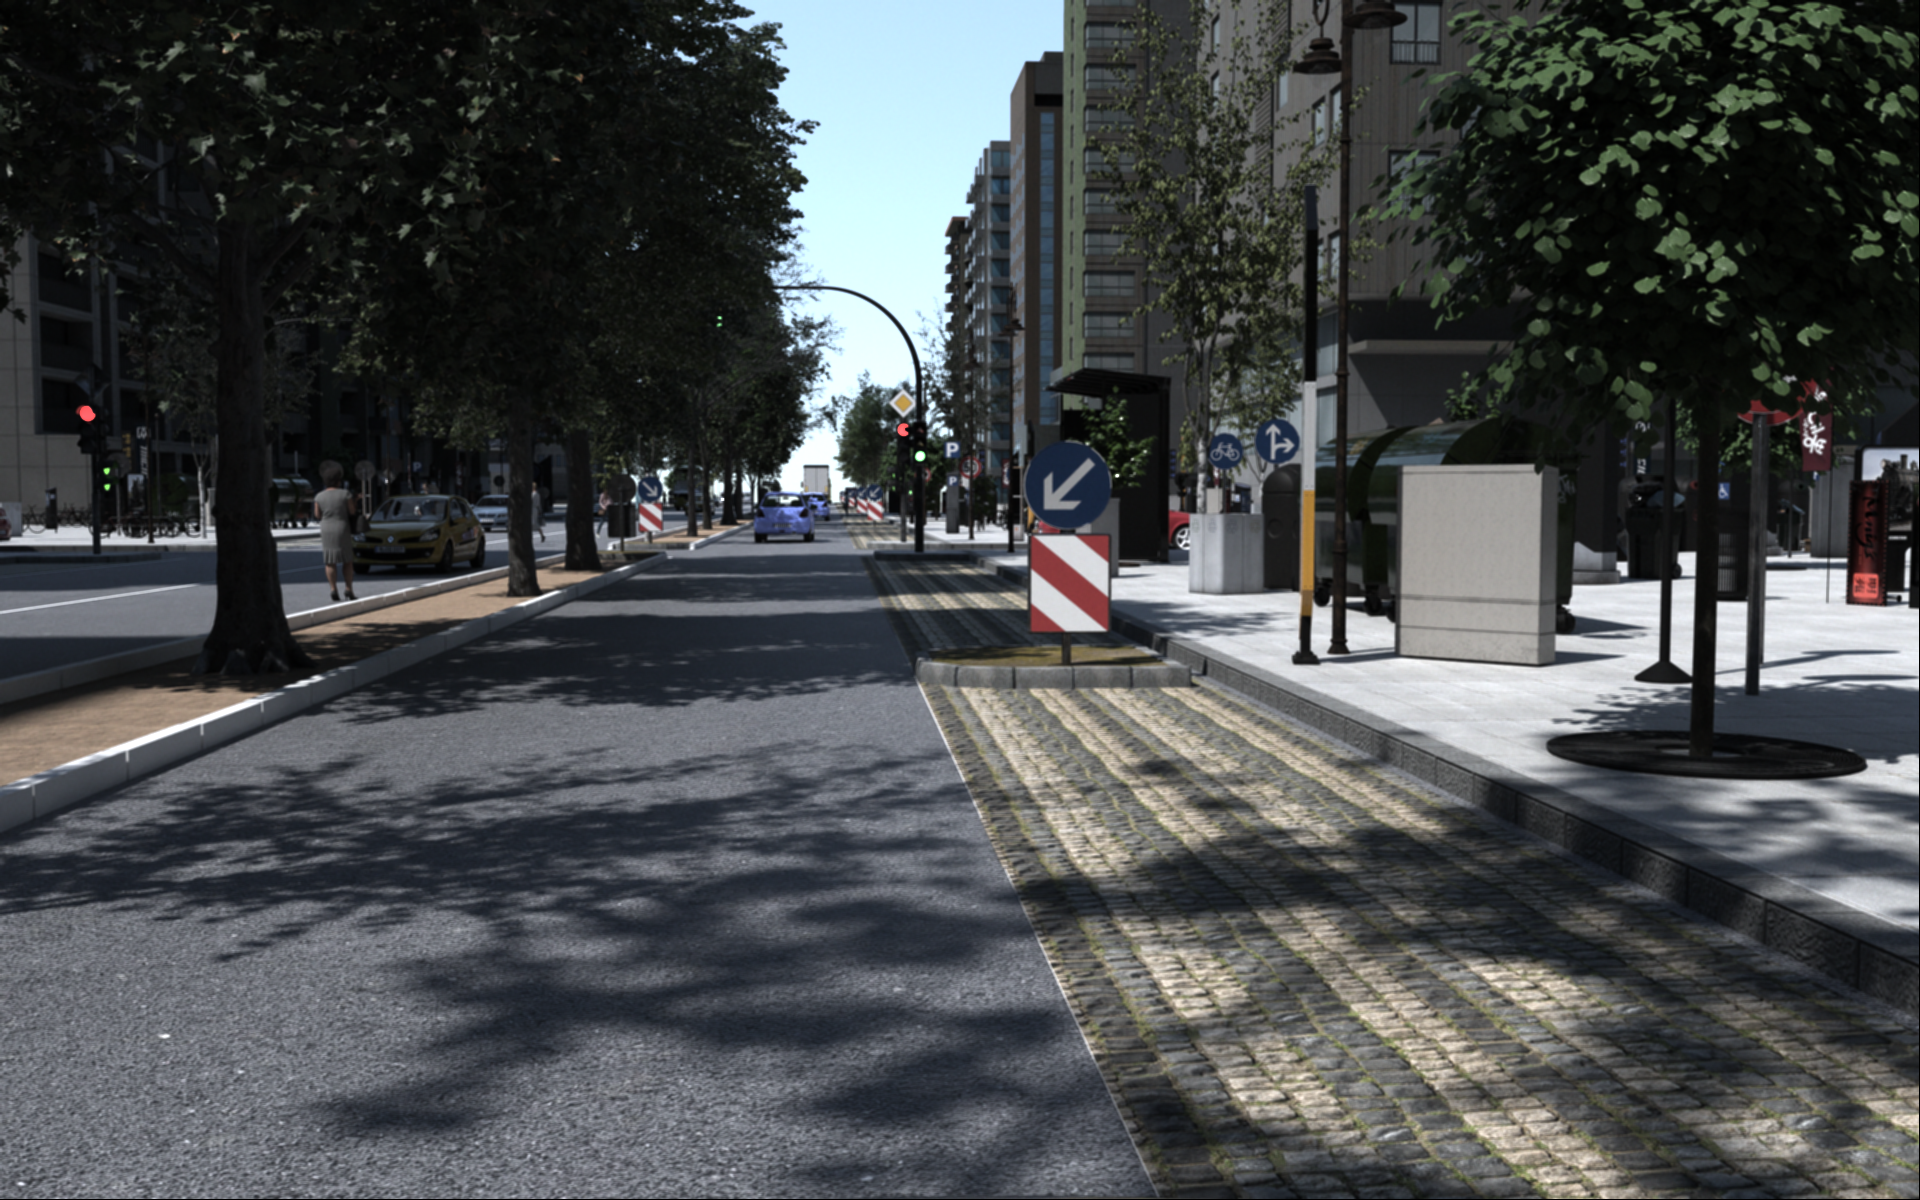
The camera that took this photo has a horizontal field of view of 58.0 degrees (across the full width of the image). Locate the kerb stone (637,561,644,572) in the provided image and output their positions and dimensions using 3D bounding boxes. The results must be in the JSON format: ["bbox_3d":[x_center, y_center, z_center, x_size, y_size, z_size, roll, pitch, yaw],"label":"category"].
[{"bbox_3d":[-5.947,-0.576,31.687,0.120,0.150,1.000,0,4,-4],"label":"kerb stone"}]

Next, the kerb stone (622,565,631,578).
[{"bbox_3d":[-5.793,-0.455,29.641,0.120,0.150,1.000,0,4,-4],"label":"kerb stone"}]

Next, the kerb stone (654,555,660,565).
[{"bbox_3d":[-6.180,-0.769,34.767,0.120,0.150,1.000,0,4,-4],"label":"kerb stone"}]

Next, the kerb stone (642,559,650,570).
[{"bbox_3d":[-6.020,-0.640,32.707,0.120,0.150,1.000,0,4,-4],"label":"kerb stone"}]

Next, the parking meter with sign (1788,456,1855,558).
[{"bbox_3d":[17.511,-2.350,34.677,1.738,3.016,0.543,0,4,5],"label":"parking meter with sign"}]

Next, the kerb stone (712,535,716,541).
[{"bbox_3d":[-7.438,-1.801,51.634,0.120,0.150,1.000,0,4,-4],"label":"kerb stone"}]

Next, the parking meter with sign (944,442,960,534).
[{"bbox_3d":[-0.255,-3.705,56.840,0.543,3.016,1.738,0,3,0],"label":"parking meter with sign"}]

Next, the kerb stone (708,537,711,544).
[{"bbox_3d":[-7.303,-1.670,49.583,0.120,0.150,1.000,0,4,-4],"label":"kerb stone"}]

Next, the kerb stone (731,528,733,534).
[{"bbox_3d":[-8.143,-2.360,60.836,0.120,0.150,1.000,0,4,-4],"label":"kerb stone"}]

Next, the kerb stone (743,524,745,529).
[{"bbox_3d":[-8.759,-2.862,69.025,0.120,0.150,1.000,0,4,-4],"label":"kerb stone"}]

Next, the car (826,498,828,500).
[{"bbox_3d":[-12.970,-9.077,157.997,1.945,1.707,3.694,0,4,-6],"label":"car"}]

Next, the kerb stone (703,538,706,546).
[{"bbox_3d":[-7.138,-1.550,47.540,0.120,0.150,1.000,0,4,-4],"label":"kerb stone"}]

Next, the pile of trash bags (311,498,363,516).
[{"bbox_3d":[-33.910,-5.165,94.200,1.912,1.369,3.447,2,4,29],"label":"pile of trash bags"}]

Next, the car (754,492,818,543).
[{"bbox_3d":[-5.298,-2.623,52.484,1.945,1.707,3.694,0,4,-3],"label":"car"}]

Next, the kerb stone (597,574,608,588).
[{"bbox_3d":[-5.570,-0.267,26.577,0.120,0.150,1.000,0,4,-4],"label":"kerb stone"}]

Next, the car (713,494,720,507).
[{"bbox_3d":[-27.217,-10.967,189.092,2.009,1.686,4.222,0,4,-6],"label":"car"}]

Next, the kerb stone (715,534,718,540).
[{"bbox_3d":[-7.527,-1.863,52.657,0.120,0.150,1.000,0,4,-4],"label":"kerb stone"}]

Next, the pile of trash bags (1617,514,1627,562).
[{"bbox_3d":[12.394,-1.505,34.366,1.912,1.369,3.447,2,4,25],"label":"pile of trash bags"}]

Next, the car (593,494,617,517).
[{"bbox_3d":[-19.596,-5.027,93.988,2.131,1.459,4.920,0,4,-6],"label":"car"}]

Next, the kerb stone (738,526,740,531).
[{"bbox_3d":[-8.448,-2.614,64.933,0.120,0.150,1.000,0,4,-4],"label":"kerb stone"}]

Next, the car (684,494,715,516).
[{"bbox_3d":[-17.460,-6.483,116.224,2.015,1.641,3.980,0,4,-3],"label":"car"}]

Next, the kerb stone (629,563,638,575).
[{"bbox_3d":[-5.872,-0.518,30.667,0.120,0.150,1.000,0,4,-4],"label":"kerb stone"}]

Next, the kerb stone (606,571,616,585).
[{"bbox_3d":[-5.639,-0.328,27.597,0.120,0.150,1.000,0,4,-4],"label":"kerb stone"}]

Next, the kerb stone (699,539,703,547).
[{"bbox_3d":[-7.060,-1.485,46.510,0.120,0.150,1.000,0,4,-4],"label":"kerb stone"}]

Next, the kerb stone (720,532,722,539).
[{"bbox_3d":[-7.679,-1.988,54.698,0.120,0.150,1.000,0,4,-4],"label":"kerb stone"}]

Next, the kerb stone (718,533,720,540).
[{"bbox_3d":[-7.609,-1.925,53.675,0.120,0.150,1.000,0,4,-4],"label":"kerb stone"}]

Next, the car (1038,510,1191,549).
[{"bbox_3d":[4.188,-2.082,43.088,4.494,1.783,2.155,0,4,-5],"label":"car"}]

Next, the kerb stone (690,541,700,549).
[{"bbox_3d":[-7.000,-1.421,45.490,0.120,0.150,1.000,0,4,-4],"label":"kerb stone"}]

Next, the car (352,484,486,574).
[{"bbox_3d":[-10.131,-1.360,32.456,2.015,1.641,3.980,0,4,-2],"label":"car"}]

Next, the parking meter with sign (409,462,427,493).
[{"bbox_3d":[-28.949,-5.921,93.073,0.543,3.016,1.738,-2,4,-31],"label":"parking meter with sign"}]

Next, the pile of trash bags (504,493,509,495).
[{"bbox_3d":[-30.947,-6.362,113.775,3.447,1.369,1.912,-3,5,-45],"label":"pile of trash bags"}]

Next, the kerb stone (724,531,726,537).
[{"bbox_3d":[-7.827,-2.113,56.747,0.120,0.150,1.000,0,4,-4],"label":"kerb stone"}]

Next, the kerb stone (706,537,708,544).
[{"bbox_3d":[-7.220,-1.612,48.558,0.120,0.150,1.000,0,4,-4],"label":"kerb stone"}]

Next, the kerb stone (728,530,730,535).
[{"bbox_3d":[-7.984,-2.237,58.790,0.120,0.150,1.000,0,4,-4],"label":"kerb stone"}]

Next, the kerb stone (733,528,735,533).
[{"bbox_3d":[-8.215,-2.423,61.855,0.120,0.150,1.000,0,4,-4],"label":"kerb stone"}]

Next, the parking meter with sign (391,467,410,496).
[{"bbox_3d":[-35.229,-6.970,110.224,1.738,3.016,0.543,-1,4,-14],"label":"parking meter with sign"}]

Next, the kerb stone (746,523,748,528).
[{"bbox_3d":[-8.909,-2.990,71.079,0.120,0.150,1.000,0,4,-4],"label":"kerb stone"}]

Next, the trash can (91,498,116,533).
[{"bbox_3d":[-28.241,-2.783,57.163,0.748,1.137,0.748,0,3,0],"label":"trash can"}]

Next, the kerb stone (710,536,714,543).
[{"bbox_3d":[-7.368,-1.737,50.606,0.120,0.150,1.000,0,4,-4],"label":"kerb stone"}]

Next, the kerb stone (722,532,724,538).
[{"bbox_3d":[-7.759,-2.049,55.722,0.120,0.150,1.000,0,4,-4],"label":"kerb stone"}]

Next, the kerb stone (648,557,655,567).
[{"bbox_3d":[-6.111,-0.706,33.736,0.120,0.150,1.000,0,4,-4],"label":"kerb stone"}]

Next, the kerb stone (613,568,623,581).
[{"bbox_3d":[-5.727,-0.393,28.621,0.120,0.150,1.000,0,4,-4],"label":"kerb stone"}]

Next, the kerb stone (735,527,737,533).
[{"bbox_3d":[-8.293,-2.488,62.881,0.120,0.150,1.000,0,4,-4],"label":"kerb stone"}]

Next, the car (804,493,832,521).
[{"bbox_3d":[-7.780,-5.044,92.061,1.945,1.707,3.694,0,4,-3],"label":"car"}]

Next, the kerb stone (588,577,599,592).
[{"bbox_3d":[-5.492,-0.203,25.555,0.120,0.150,1.000,0,4,-4],"label":"kerb stone"}]

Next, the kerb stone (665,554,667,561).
[{"bbox_3d":[-6.332,-0.894,36.808,0.120,0.150,1.000,0,4,-4],"label":"kerb stone"}]

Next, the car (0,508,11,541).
[{"bbox_3d":[-25.394,-1.999,41.723,4.494,1.783,2.155,0,4,-4],"label":"car"}]

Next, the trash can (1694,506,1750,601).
[{"bbox_3d":[9.246,-0.564,20.879,0.748,1.137,0.748,0,3,0],"label":"trash can"}]

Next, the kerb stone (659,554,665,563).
[{"bbox_3d":[-6.260,-0.828,35.787,0.120,0.150,1.000,0,4,-4],"label":"kerb stone"}]

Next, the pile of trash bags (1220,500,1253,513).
[{"bbox_3d":[11.089,-3.377,64.961,1.912,1.369,3.447,3,5,39],"label":"pile of trash bags"}]

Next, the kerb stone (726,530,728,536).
[{"bbox_3d":[-7.910,-2.172,57.770,0.120,0.150,1.000,0,4,-4],"label":"kerb stone"}]

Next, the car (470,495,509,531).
[{"bbox_3d":[-17.640,-3.322,66.323,2.014,1.417,4.499,0,4,-3],"label":"car"}]
